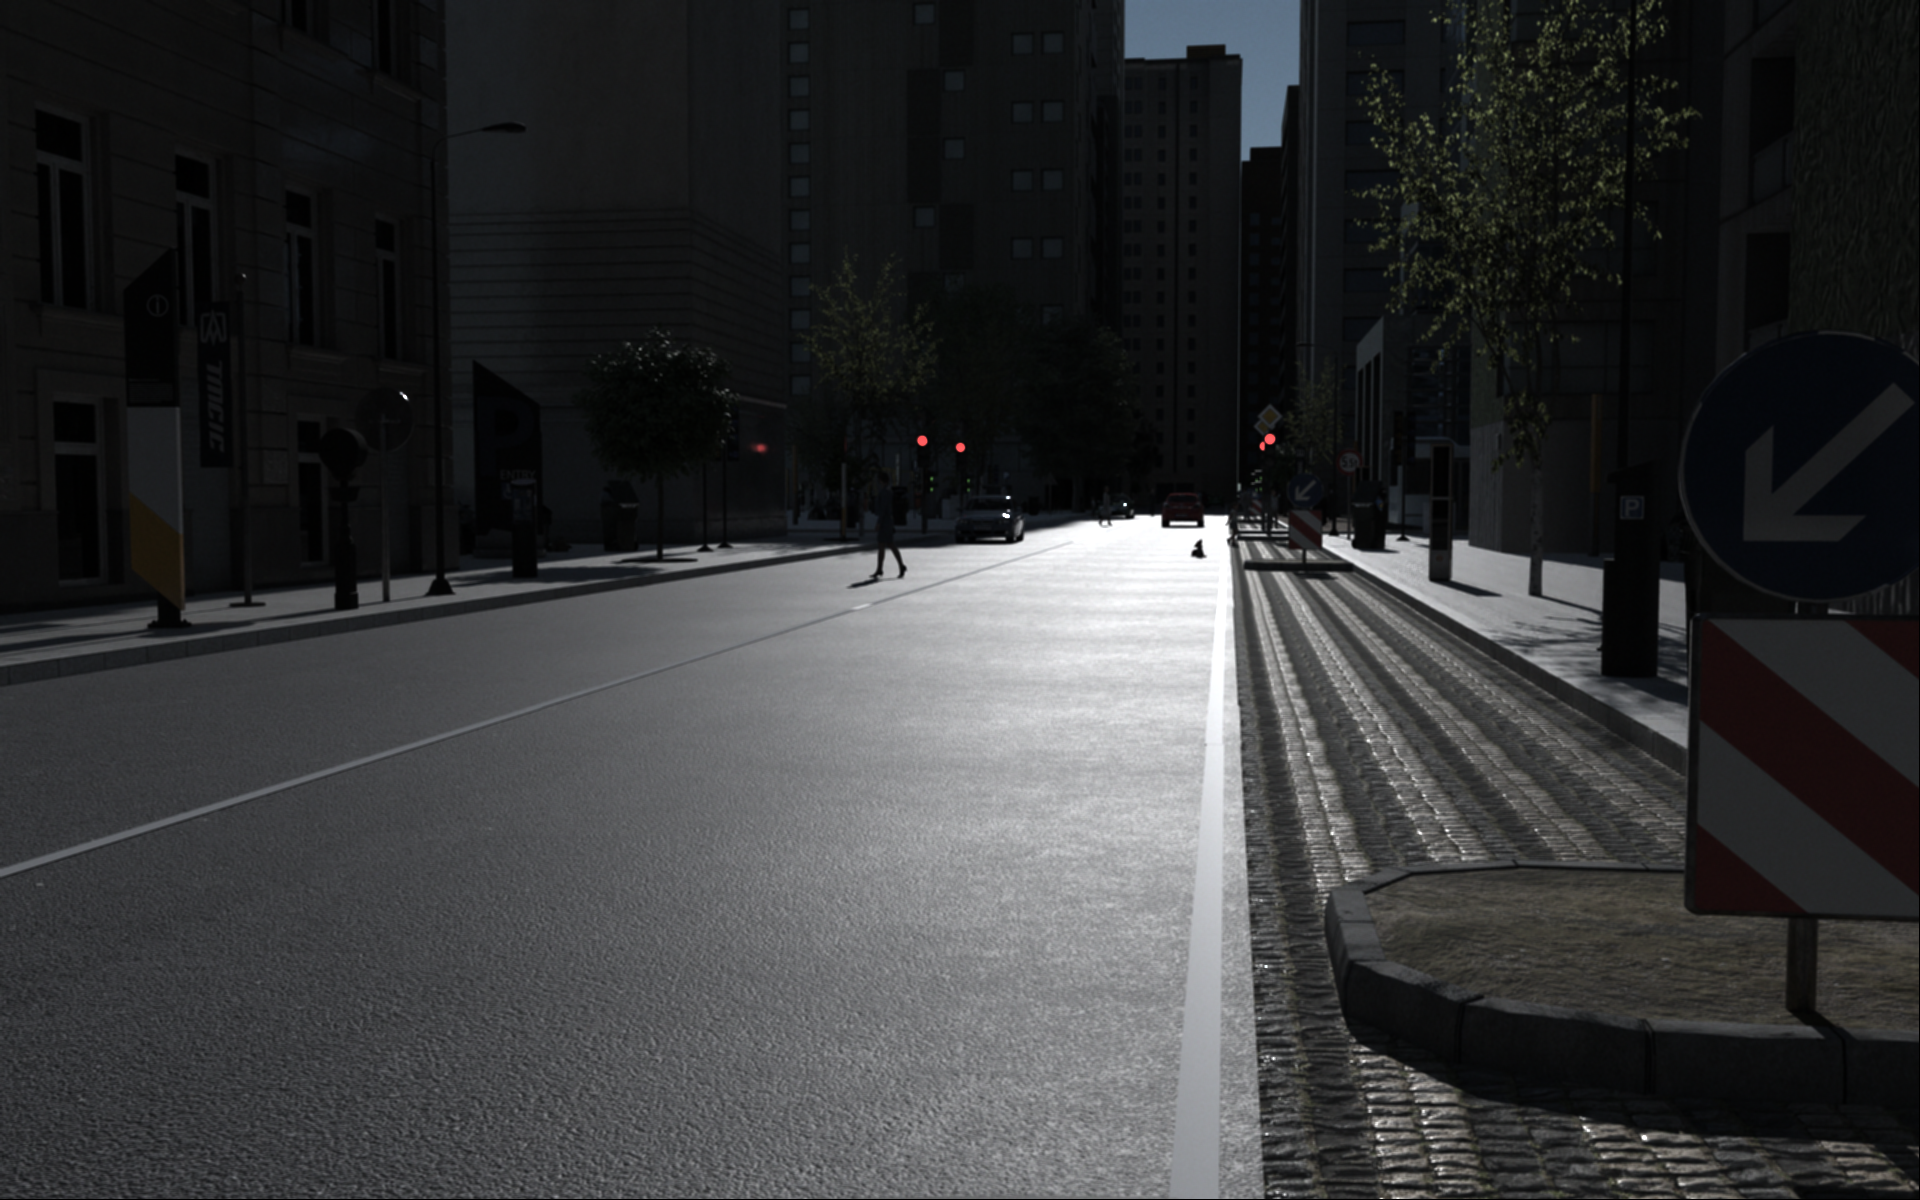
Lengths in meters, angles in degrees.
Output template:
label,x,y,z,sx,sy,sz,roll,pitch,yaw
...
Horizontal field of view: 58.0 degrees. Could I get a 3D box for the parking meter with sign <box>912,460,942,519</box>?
label,x,y,z,sx,sy,sz,roll,pitch,yaw
parking meter with sign,-1.565,-5.693,89.347,1.738,3.016,0.543,1,4,19

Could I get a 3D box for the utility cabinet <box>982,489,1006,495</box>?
label,x,y,z,sx,sy,sz,roll,pitch,yaw
utility cabinet,1.440,-4.460,81.599,1.173,1.500,0.318,2,4,25

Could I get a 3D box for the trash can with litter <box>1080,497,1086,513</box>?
label,x,y,z,sx,sy,sz,roll,pitch,yaw
trash can with litter,8.144,-6.529,118.138,0.624,1.170,1.055,2,4,29

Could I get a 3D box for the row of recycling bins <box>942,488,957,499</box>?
label,x,y,z,sx,sy,sz,roll,pitch,yaw
row of recycling bins,-0.754,-6.784,118.033,1.069,1.692,3.534,0,4,-3

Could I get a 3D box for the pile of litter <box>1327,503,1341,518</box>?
label,x,y,z,sx,sy,sz,roll,pitch,yaw
pile of litter,20.083,-4.939,94.720,1.719,0.858,1.176,0,4,8

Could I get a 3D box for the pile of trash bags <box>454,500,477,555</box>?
label,x,y,z,sx,sy,sz,roll,pitch,yaw
pile of trash bags,-11.881,-1.677,37.168,3.447,1.369,1.912,1,4,23

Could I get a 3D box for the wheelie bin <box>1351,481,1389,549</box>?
label,x,y,z,sx,sy,sz,roll,pitch,yaw
wheelie bin,9.619,-2.005,40.685,0.693,1.594,0.980,-3,5,-40

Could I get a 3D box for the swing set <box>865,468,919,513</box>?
label,x,y,z,sx,sy,sz,roll,pitch,yaw
swing set,-4.657,-7.283,116.692,3.119,2.851,2.862,-1,4,-22

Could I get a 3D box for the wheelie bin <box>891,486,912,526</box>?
label,x,y,z,sx,sy,sz,roll,pitch,yaw
wheelie bin,-2.452,-3.833,70.577,0.980,1.594,0.693,0,4,-5

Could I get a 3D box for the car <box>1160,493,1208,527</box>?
label,x,y,z,sx,sy,sz,roll,pitch,yaw
car,9.947,-4.163,77.103,2.155,1.783,4.494,1,4,9

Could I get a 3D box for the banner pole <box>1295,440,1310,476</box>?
label,x,y,z,sx,sy,sz,roll,pitch,yaw
banner pole,15.968,-5.537,80.548,0.863,3.779,0.401,1,4,20

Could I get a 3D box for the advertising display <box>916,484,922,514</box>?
label,x,y,z,sx,sy,sz,roll,pitch,yaw
advertising display,-2.517,-6.688,114.558,0.123,1.923,0.974,3,5,45

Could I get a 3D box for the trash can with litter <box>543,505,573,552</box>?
label,x,y,z,sx,sy,sz,roll,pitch,yaw
trash can with litter,-9.162,-1.648,38.335,0.624,1.170,1.055,3,5,41

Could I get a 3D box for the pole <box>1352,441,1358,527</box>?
label,x,y,z,sx,sy,sz,roll,pitch,yaw
pole,15.242,-4.464,66.832,0.158,3.312,0.155,0,3,0

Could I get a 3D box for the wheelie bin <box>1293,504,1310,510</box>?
label,x,y,z,sx,sy,sz,roll,pitch,yaw
wheelie bin,14.589,-4.033,73.851,0.693,1.594,0.980,-1,4,-10

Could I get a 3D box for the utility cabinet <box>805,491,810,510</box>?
label,x,y,z,sx,sy,sz,roll,pitch,yaw
utility cabinet,-12.057,-7.812,136.405,0.318,1.500,1.173,-1,4,-12

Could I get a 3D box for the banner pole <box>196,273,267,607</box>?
label,x,y,z,sx,sy,sz,roll,pitch,yaw
banner pole,-8.388,-1.824,19.838,0.863,3.779,0.401,1,4,19

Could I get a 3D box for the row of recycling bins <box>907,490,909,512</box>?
label,x,y,z,sx,sy,sz,roll,pitch,yaw
row of recycling bins,-4.109,-6.945,120.663,1.069,1.692,3.534,0,4,3

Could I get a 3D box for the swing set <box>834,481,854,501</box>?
label,x,y,z,sx,sy,sz,roll,pitch,yaw
swing set,-8.369,-8.691,139.712,3.119,2.851,2.862,1,4,19

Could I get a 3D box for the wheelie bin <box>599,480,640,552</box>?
label,x,y,z,sx,sy,sz,roll,pitch,yaw
wheelie bin,-7.669,-1.891,38.825,0.693,1.594,0.980,3,4,36

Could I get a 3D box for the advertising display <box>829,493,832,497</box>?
label,x,y,z,sx,sy,sz,roll,pitch,yaw
advertising display,-9.232,-7.216,123.190,0.123,1.923,0.974,-1,4,-8

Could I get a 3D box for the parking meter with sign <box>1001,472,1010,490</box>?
label,x,y,z,sx,sy,sz,roll,pitch,yaw
parking meter with sign,3.502,-8.601,136.879,0.543,3.016,1.738,1,4,13

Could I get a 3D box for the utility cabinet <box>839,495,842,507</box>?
label,x,y,z,sx,sy,sz,roll,pitch,yaw
utility cabinet,-8.406,-6.815,122.581,0.306,1.237,1.020,0,4,-5

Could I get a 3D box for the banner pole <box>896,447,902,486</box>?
label,x,y,z,sx,sy,sz,roll,pitch,yaw
banner pole,-3.293,-6.312,93.222,0.401,3.779,0.863,-2,4,-25

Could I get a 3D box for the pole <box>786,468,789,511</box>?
label,x,y,z,sx,sy,sz,roll,pitch,yaw
pole,-13.434,-8.622,134.820,0.158,3.312,0.155,0,3,0

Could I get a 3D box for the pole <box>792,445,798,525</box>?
label,x,y,z,sx,sy,sz,roll,pitch,yaw
pole,-6.882,-4.797,72.269,0.158,3.312,0.155,0,3,0

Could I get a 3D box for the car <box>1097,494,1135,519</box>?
label,x,y,z,sx,sy,sz,roll,pitch,yaw
car,9.133,-5.452,100.936,2.131,1.459,4.920,1,4,10

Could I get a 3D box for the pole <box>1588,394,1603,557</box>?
label,x,y,z,sx,sy,sz,roll,pitch,yaw
pole,12.977,-2.540,35.372,0.158,3.312,0.155,0,3,0

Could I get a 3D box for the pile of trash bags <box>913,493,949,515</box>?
label,x,y,z,sx,sy,sz,roll,pitch,yaw
pile of trash bags,-1.786,-5.922,106.571,1.912,1.369,3.447,2,4,33

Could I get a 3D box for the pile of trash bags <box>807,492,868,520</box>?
label,x,y,z,sx,sy,sz,roll,pitch,yaw
pile of trash bags,-5.866,-4.675,86.184,1.912,1.369,3.447,3,5,41

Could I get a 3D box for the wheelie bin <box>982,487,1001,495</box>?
label,x,y,z,sx,sy,sz,roll,pitch,yaw
wheelie bin,1.404,-4.102,74.974,0.980,1.594,0.693,-1,4,-9

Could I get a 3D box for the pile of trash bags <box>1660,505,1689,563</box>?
label,x,y,z,sx,sy,sz,roll,pitch,yaw
pile of trash bags,14.681,-1.444,33.356,3.447,1.369,1.912,-1,4,-13

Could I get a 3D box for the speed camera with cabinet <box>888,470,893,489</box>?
label,x,y,z,sx,sy,sz,roll,pitch,yaw
speed camera with cabinet,-5.028,-8.861,139.205,0.660,3.252,2.038,-3,5,-44

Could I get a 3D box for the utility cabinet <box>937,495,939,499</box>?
label,x,y,z,sx,sy,sz,roll,pitch,yaw
utility cabinet,-2.145,-7.556,134.704,1.020,1.237,0.306,0,4,5

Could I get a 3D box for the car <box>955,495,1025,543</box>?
label,x,y,z,sx,sy,sz,roll,pitch,yaw
car,0.938,-2.468,52.361,2.014,1.417,4.499,0,4,8

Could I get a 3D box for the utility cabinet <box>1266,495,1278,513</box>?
label,x,y,z,sx,sy,sz,roll,pitch,yaw
utility cabinet,21.312,-6.541,118.106,0.306,1.237,1.020,-2,4,-25

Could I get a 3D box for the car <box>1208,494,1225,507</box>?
label,x,y,z,sx,sy,sz,roll,pitch,yaw
car,28.151,-11.106,190.374,1.959,1.807,4.718,1,4,9

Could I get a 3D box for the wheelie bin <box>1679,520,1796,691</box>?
label,x,y,z,sx,sy,sz,roll,pitch,yaw
wheelie bin,4.935,-0.187,10.971,0.693,1.594,0.980,1,4,12

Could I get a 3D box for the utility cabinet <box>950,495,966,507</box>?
label,x,y,z,sx,sy,sz,roll,pitch,yaw
utility cabinet,-0.123,-6.349,114.972,1.020,1.237,0.306,0,4,8

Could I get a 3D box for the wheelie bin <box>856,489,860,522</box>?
label,x,y,z,sx,sy,sz,roll,pitch,yaw
wheelie bin,-4.728,-4.306,78.318,0.693,1.594,0.980,2,4,33

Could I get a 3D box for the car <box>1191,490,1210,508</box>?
label,x,y,z,sx,sy,sz,roll,pitch,yaw
car,24.195,-10.224,175.830,2.281,1.827,5.304,1,4,9

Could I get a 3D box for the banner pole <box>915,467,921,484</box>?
label,x,y,z,sx,sy,sz,roll,pitch,yaw
banner pole,-3.181,-8.646,131.379,0.863,3.779,0.401,2,4,33

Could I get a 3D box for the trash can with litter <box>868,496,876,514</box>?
label,x,y,z,sx,sy,sz,roll,pitch,yaw
trash can with litter,-5.448,-6.241,113.429,0.624,1.170,1.055,3,5,45

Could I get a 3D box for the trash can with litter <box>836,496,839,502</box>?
label,x,y,z,sx,sy,sz,roll,pitch,yaw
trash can with litter,-8.536,-7.056,126.424,2.233,1.210,1.678,2,4,25
